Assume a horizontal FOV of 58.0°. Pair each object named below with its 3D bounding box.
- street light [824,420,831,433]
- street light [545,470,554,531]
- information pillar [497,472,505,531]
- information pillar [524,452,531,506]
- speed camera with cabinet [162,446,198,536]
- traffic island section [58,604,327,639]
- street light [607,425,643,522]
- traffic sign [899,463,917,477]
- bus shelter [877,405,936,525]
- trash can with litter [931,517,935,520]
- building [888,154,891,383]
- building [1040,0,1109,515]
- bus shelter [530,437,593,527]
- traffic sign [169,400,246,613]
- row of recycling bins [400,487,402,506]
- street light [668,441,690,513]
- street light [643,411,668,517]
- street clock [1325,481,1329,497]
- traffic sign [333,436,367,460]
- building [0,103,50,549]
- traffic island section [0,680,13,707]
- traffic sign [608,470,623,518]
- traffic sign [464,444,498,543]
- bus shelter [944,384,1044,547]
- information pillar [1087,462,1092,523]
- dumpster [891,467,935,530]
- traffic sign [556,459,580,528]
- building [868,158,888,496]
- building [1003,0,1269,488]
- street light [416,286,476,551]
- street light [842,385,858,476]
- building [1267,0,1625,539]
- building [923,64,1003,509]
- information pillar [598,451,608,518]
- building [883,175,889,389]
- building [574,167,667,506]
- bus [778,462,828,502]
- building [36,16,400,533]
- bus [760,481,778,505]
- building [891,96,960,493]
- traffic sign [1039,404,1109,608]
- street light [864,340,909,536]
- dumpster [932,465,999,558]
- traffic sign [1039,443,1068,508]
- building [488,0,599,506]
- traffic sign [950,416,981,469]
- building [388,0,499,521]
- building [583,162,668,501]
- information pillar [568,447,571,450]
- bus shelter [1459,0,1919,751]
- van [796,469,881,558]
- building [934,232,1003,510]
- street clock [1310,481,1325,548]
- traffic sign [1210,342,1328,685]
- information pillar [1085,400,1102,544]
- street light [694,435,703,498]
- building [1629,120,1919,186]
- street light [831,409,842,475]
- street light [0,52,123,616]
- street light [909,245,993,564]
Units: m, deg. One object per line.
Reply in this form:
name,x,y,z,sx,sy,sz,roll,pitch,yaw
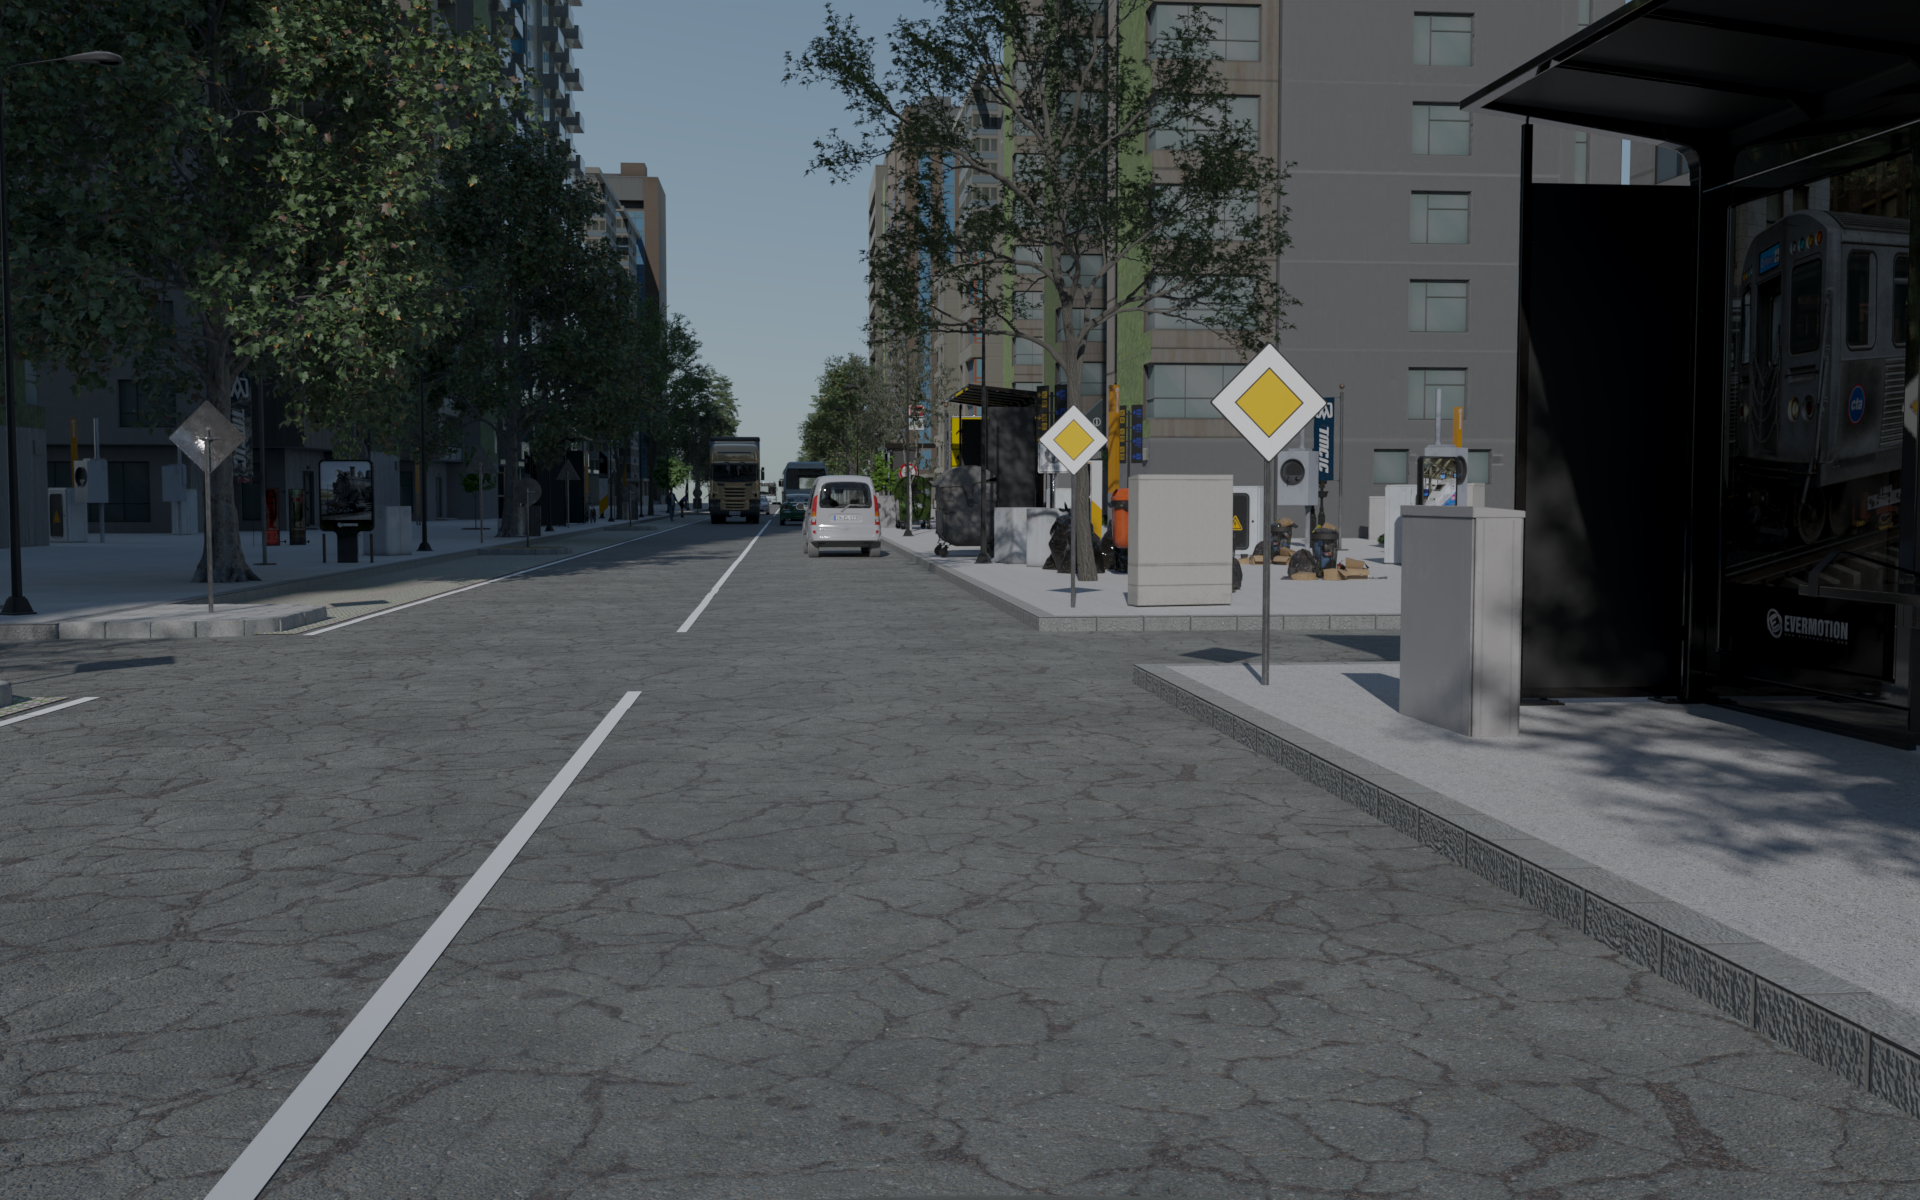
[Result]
street light,-7.617,-8.298,108.208,1.470,5.913,1.316,0,4,-6
street light,-13.574,-5.313,59.413,1.470,5.913,1.316,0,4,-6
information pillar,-15.410,-3.300,58.441,0.304,2.012,0.304,1,4,14
information pillar,-23.205,-6.223,93.095,0.504,3.616,0.183,1,4,21
speed camera with cabinet,-24.441,-3.663,54.229,0.660,3.252,2.038,-1,4,-11
traffic island section,-8.101,0.220,18.687,2.009,0.180,2.903,0,4,-6
street light,-15.610,-6.578,80.085,1.470,5.913,1.316,0,4,-6
traffic sign,-2.098,-4.304,70.474,0.768,2.556,0.104,0,4,4
bus shelter,-2.423,-5.977,75.353,2.179,5.291,8.768,0,4,-6
trash can with litter,-1.912,-4.591,86.125,2.233,1.210,1.678,2,4,34
building,-1.385,-34.267,210.369,14.600,45.320,14.200,0,4,-6
building,10.974,-19.391,88.744,14.160,30.474,14.107,0,4,-6
bus shelter,-16.211,-4.858,70.709,1.731,3.624,6.357,0,4,-5
traffic sign,-8.079,-0.917,18.627,0.795,2.450,0.064,0,4,-6
row of recycling bins,-24.797,-4.174,75.355,1.069,1.692,3.534,-1,4,-15
street light,-19.035,-8.774,116.000,1.470,5.913,1.316,0,4,-6
street light,-17.014,-7.505,95.251,1.470,5.913,1.316,0,4,-6
street clock,9.377,-2.467,44.899,0.358,2.002,0.471,0,4,5
traffic sign,-13.360,-2.314,37.941,0.768,2.556,0.104,0,4,2
building,-28.960,-21.451,34.326,14.154,41.232,14.086,0,4,-6
traffic island section,-7.327,0.706,10.739,2.009,0.180,2.903,0,4,-6
traffic sign,-18.362,-5.628,92.017,0.884,2.594,0.081,0,4,2
traffic sign,-12.465,-2.757,45.079,0.884,2.594,0.081,0,4,4
bus shelter,0.754,-2.982,40.044,1.731,3.624,6.357,0,4,-5
information pillar,2.852,-2.158,39.771,0.304,2.012,0.304,0,4,-5
dumpster,-1.709,-3.702,63.025,1.502,2.255,1.985,0,4,-5
traffic sign,-14.680,-3.966,64.843,0.884,2.594,0.081,0,4,1
building,-1.652,-37.874,242.935,21.300,48.544,21.600,0,4,-6
building,9.344,-25.670,103.303,14.154,41.232,14.086,0,4,-6
street light,-11.500,-4.054,38.821,1.470,5.913,1.316,0,4,-6
street light,-4.170,-6.190,73.743,1.470,5.913,1.316,0,4,-6
building,11.747,-22.763,55.778,14.154,41.232,14.086,0,4,-6
building,12.731,-28.151,152.155,32.217,40.220,23.993,0,4,-6
information pillar,-18.853,-6.124,91.482,0.504,3.616,0.183,-2,4,-35
building,-3.050,-33.111,224.956,14.154,41.232,14.086,0,4,-6
building,-53.547,-32.169,217.849,32.217,40.220,23.993,0,4,-6
bus,-9.479,-6.734,104.962,2.948,3.499,13.247,0,4,-6
building,-28.908,-17.724,61.494,14.160,30.474,14.107,0,4,-6
bus,-26.521,-14.898,238.435,2.948,3.499,13.247,0,4,-5
building,0.190,-33.405,196.282,14.600,45.320,14.200,0,4,-6
traffic sign,1.273,-0.971,19.515,0.795,2.450,0.064,0,4,-6
street light,-2.113,-4.878,52.294,1.470,5.913,1.316,0,4,-6
dumpster,0.120,-1.823,35.569,1.264,1.857,1.865,0,4,-5
traffic sign,1.846,-1.964,34.236,0.606,2.300,0.079,0,4,1
building,-41.674,-31.596,136.200,23.786,49.044,30.456,0,4,-6
traffic sign,0.879,-3.122,44.920,2.265,3.308,0.079,0,4,3
building,-30.774,-24.437,83.144,14.154,41.232,14.086,0,4,-6
building,-47.617,-35.921,237.420,14.600,45.320,14.200,0,4,-6
information pillar,-18.681,-5.559,82.252,0.504,3.616,0.183,-1,4,-17
bus shelter,4.141,-0.992,7.503,1.731,3.624,6.357,0,4,-6
van,-2.795,-2.046,40.471,2.013,2.044,4.112,0,4,-7
building,13.089,-17.188,126.064,27.650,21.520,28.899,0,4,-6
street clock,8.361,-2.232,41.057,0.358,2.002,0.471,0,4,4
traffic sign,2.048,-0.485,11.567,0.795,2.450,0.064,0,4,-6
information pillar,3.303,-3.155,42.944,0.504,3.616,0.183,-1,4,-19
street light,-20.988,-10.061,137.036,1.470,5.913,1.316,0,4,-6
building,30.215,-36.725,38.711,20.611,71.187,20.563,0,4,-6
street light,-6.122,-7.445,94.261,1.470,5.913,1.316,0,4,-6
street light,-9.498,-2.799,18.307,1.470,5.913,1.316,0,4,-6
street light,-0.106,-3.623,31.781,1.470,5.913,1.316,0,4,-6
